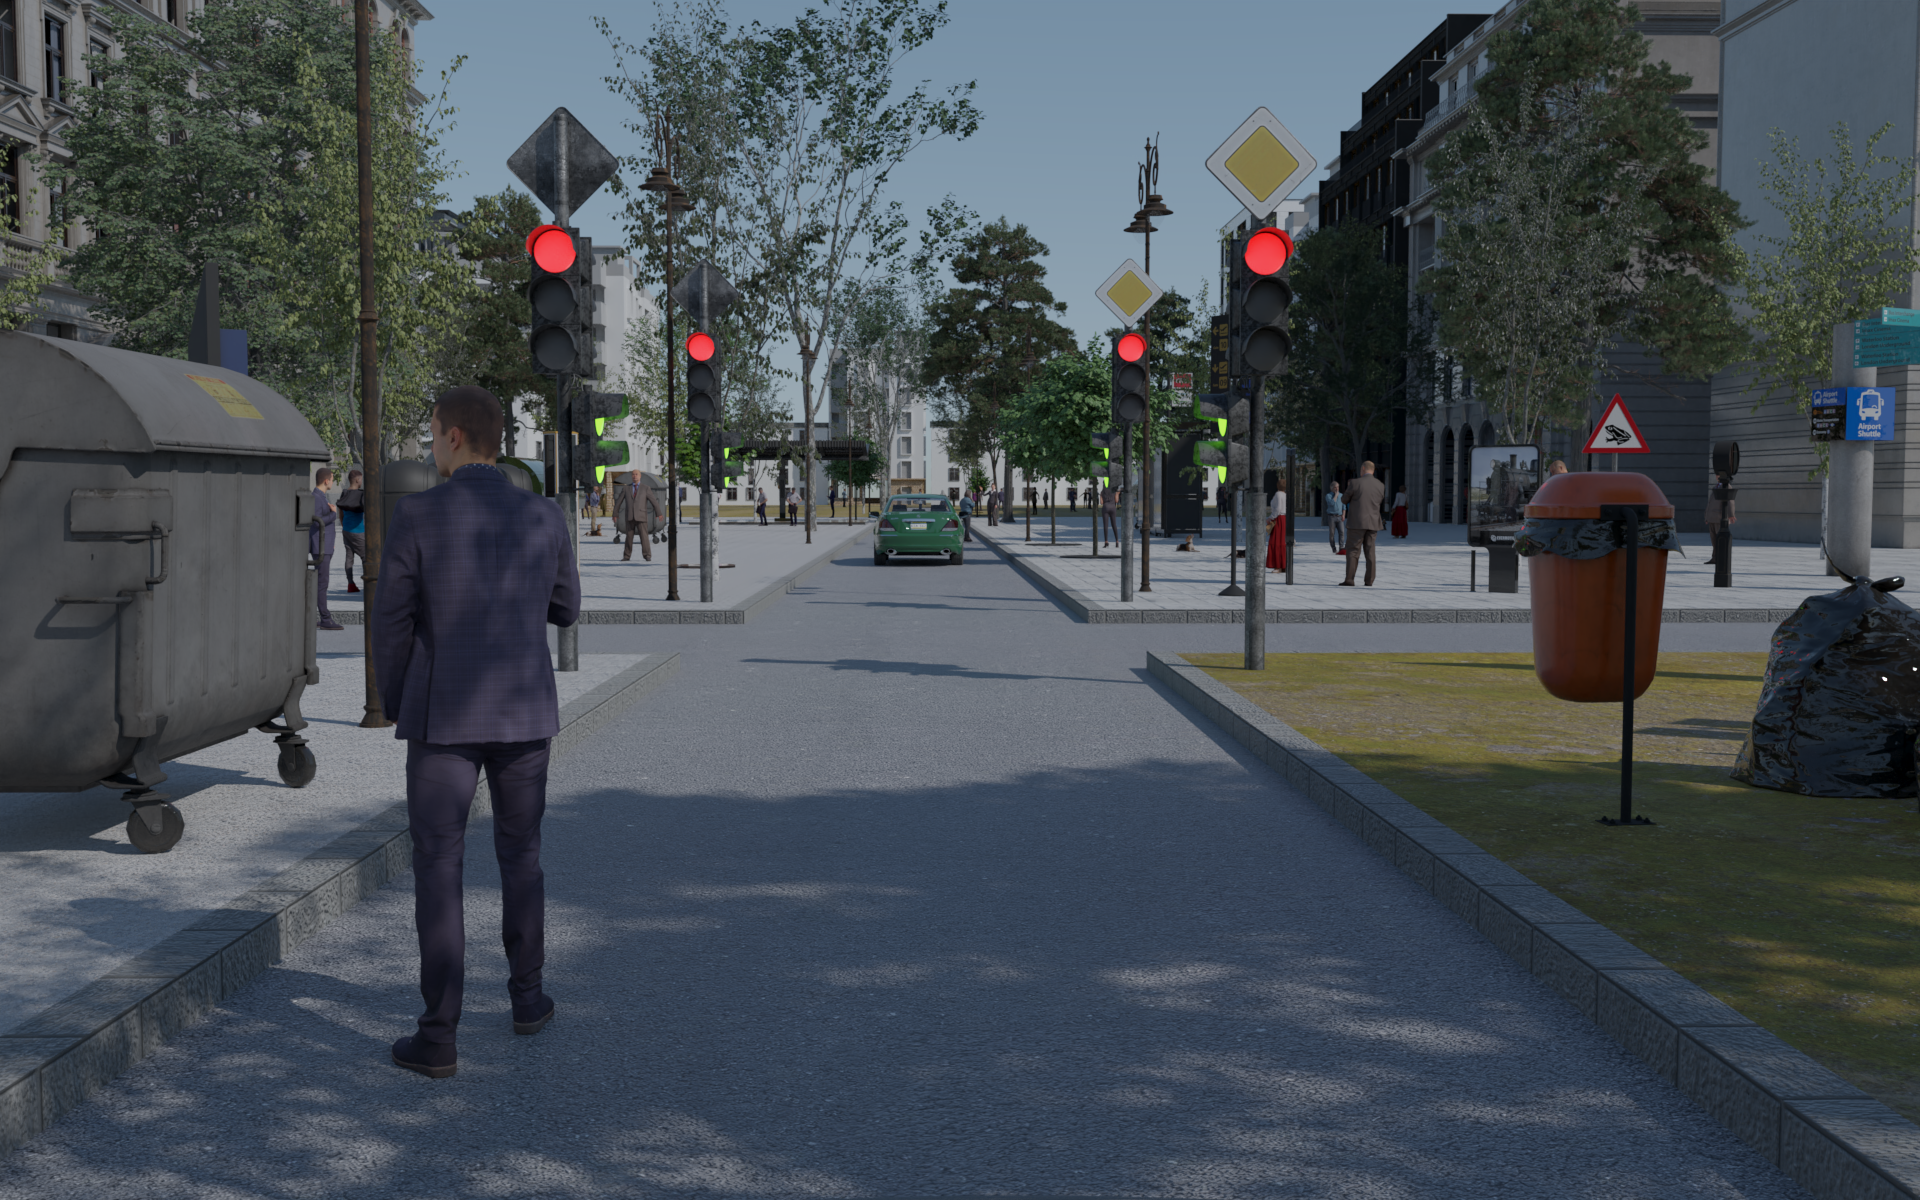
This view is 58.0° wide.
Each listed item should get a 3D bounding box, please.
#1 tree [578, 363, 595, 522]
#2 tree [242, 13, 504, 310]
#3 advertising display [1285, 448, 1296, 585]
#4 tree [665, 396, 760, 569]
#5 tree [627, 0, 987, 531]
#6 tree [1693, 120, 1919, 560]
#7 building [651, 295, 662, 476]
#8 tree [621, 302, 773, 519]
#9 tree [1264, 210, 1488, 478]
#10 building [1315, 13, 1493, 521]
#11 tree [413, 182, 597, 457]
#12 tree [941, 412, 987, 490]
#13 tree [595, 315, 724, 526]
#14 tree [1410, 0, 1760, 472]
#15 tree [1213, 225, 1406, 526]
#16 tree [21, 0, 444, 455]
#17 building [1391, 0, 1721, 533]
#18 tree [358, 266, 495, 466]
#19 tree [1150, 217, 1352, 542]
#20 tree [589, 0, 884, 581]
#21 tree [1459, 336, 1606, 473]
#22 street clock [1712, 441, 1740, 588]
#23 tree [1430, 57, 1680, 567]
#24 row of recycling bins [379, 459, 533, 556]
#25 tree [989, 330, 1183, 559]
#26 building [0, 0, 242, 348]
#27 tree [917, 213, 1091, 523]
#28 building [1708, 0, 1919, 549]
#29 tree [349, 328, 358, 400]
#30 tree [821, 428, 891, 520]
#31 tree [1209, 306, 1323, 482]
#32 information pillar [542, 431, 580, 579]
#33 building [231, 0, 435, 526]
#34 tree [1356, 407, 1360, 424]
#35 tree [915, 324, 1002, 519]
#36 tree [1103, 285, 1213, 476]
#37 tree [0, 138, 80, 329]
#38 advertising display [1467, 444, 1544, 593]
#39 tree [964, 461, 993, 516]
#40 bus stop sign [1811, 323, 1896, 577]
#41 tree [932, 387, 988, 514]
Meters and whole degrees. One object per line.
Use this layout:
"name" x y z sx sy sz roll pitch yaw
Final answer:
"tree" -17.421 -7.936 80.115 4.737 8.622 4.395 0 3 0
"tree" -9.324 -4.703 27.250 4.737 8.622 4.395 0 3 0
"advertising display" 4.710 -1.193 24.723 0.123 1.923 0.974 1 4 10
"tree" -4.308 -2.177 30.190 1.663 3.219 1.824 0 3 0
"tree" -4.925 -12.330 57.486 12.611 20.169 13.585 0 3 0
"tree" 16.662 -5.092 33.618 4.737 8.622 4.395 0 3 0
"building" -31.284 -17.593 144.072 11.380 20.091 16.016 0 4 -1
"tree" -13.507 -10.080 90.565 9.928 11.665 9.643 0 3 0
"tree" 13.117 -7.452 56.245 8.767 10.594 7.601 0 4 6
"building" 26.153 -15.824 88.404 12.332 23.373 15.834 0 4 -1
"tree" -18.384 -9.922 69.654 7.806 13.903 7.818 0 3 0
"tree" 0.531 -11.824 143.681 4.737 8.622 4.395 0 3 0
"tree" -11.602 -7.277 69.344 4.737 8.622 4.395 0 3 0
"tree" 15.180 -8.210 41.664 7.806 13.903 7.818 0 3 0
"tree" 14.654 -9.003 69.254 6.751 12.117 7.091 0 3 0
"tree" -16.956 -8.235 41.300 9.857 13.997 8.962 0 3 0
"building" 26.706 -13.850 68.243 13.314 21.916 24.055 0 4 -1
"tree" -16.935 -6.460 55.978 4.360 8.622 3.978 0 3 0
"tree" 7.398 -5.876 46.428 4.737 8.622 4.395 0 3 0
"tree" -3.518 -4.581 25.270 4.360 8.622 3.978 0 3 0
"tree" 15.965 -6.045 49.198 4.737 8.622 4.395 0 3 0
"street clock" 10.485 -1.173 23.749 0.358 2.002 0.471 3 5 40
"tree" 10.033 -4.891 30.323 4.360 8.622 3.978 0 3 0
"row of recycling bins" -6.359 -0.915 22.075 1.069 1.692 3.534 1 4 9
"tree" 2.685 -3.134 34.954 4.285 4.588 4.351 0 3 0
"building" -28.591 -13.398 47.935 11.050 23.489 19.941 0 4 -1
"tree" 1.997 -10.398 77.429 7.806 13.903 7.818 0 3 0
"building" 31.662 -12.768 44.906 21.152 22.565 11.583 0 4 -1
"tree" -20.365 -6.826 61.964 4.360 8.622 3.978 0 3 0
"tree" -5.059 -6.197 85.028 4.285 4.588 4.351 0 3 0
"tree" 10.753 -6.849 62.341 4.360 8.622 3.978 0 3 0
"information pillar" -4.715 -0.979 20.497 0.304 2.012 0.304 -3 5 -43
"building" -31.130 -17.256 69.520 14.401 28.519 23.554 0 4 -1
"tree" 16.826 -7.932 80.058 4.737 8.622 4.395 0 3 0
"tree" 1.901 -9.421 88.452 8.767 10.594 7.601 0 4 0
"tree" 10.207 -10.275 90.045 6.751 12.117 7.091 0 3 0
"tree" -17.481 -4.815 29.081 4.737 8.622 4.395 0 3 0
"advertising display" 7.068 -1.056 22.478 0.974 1.923 0.123 3 5 42
"tree" 1.134 -6.528 101.329 1.663 3.219 1.824 0 3 0
"bus stop sign" 13.880 -2.321 26.963 0.837 3.901 0.837 -1 4 -9
"tree" 0.545 -9.703 109.001 4.360 8.622 3.978 0 3 0
